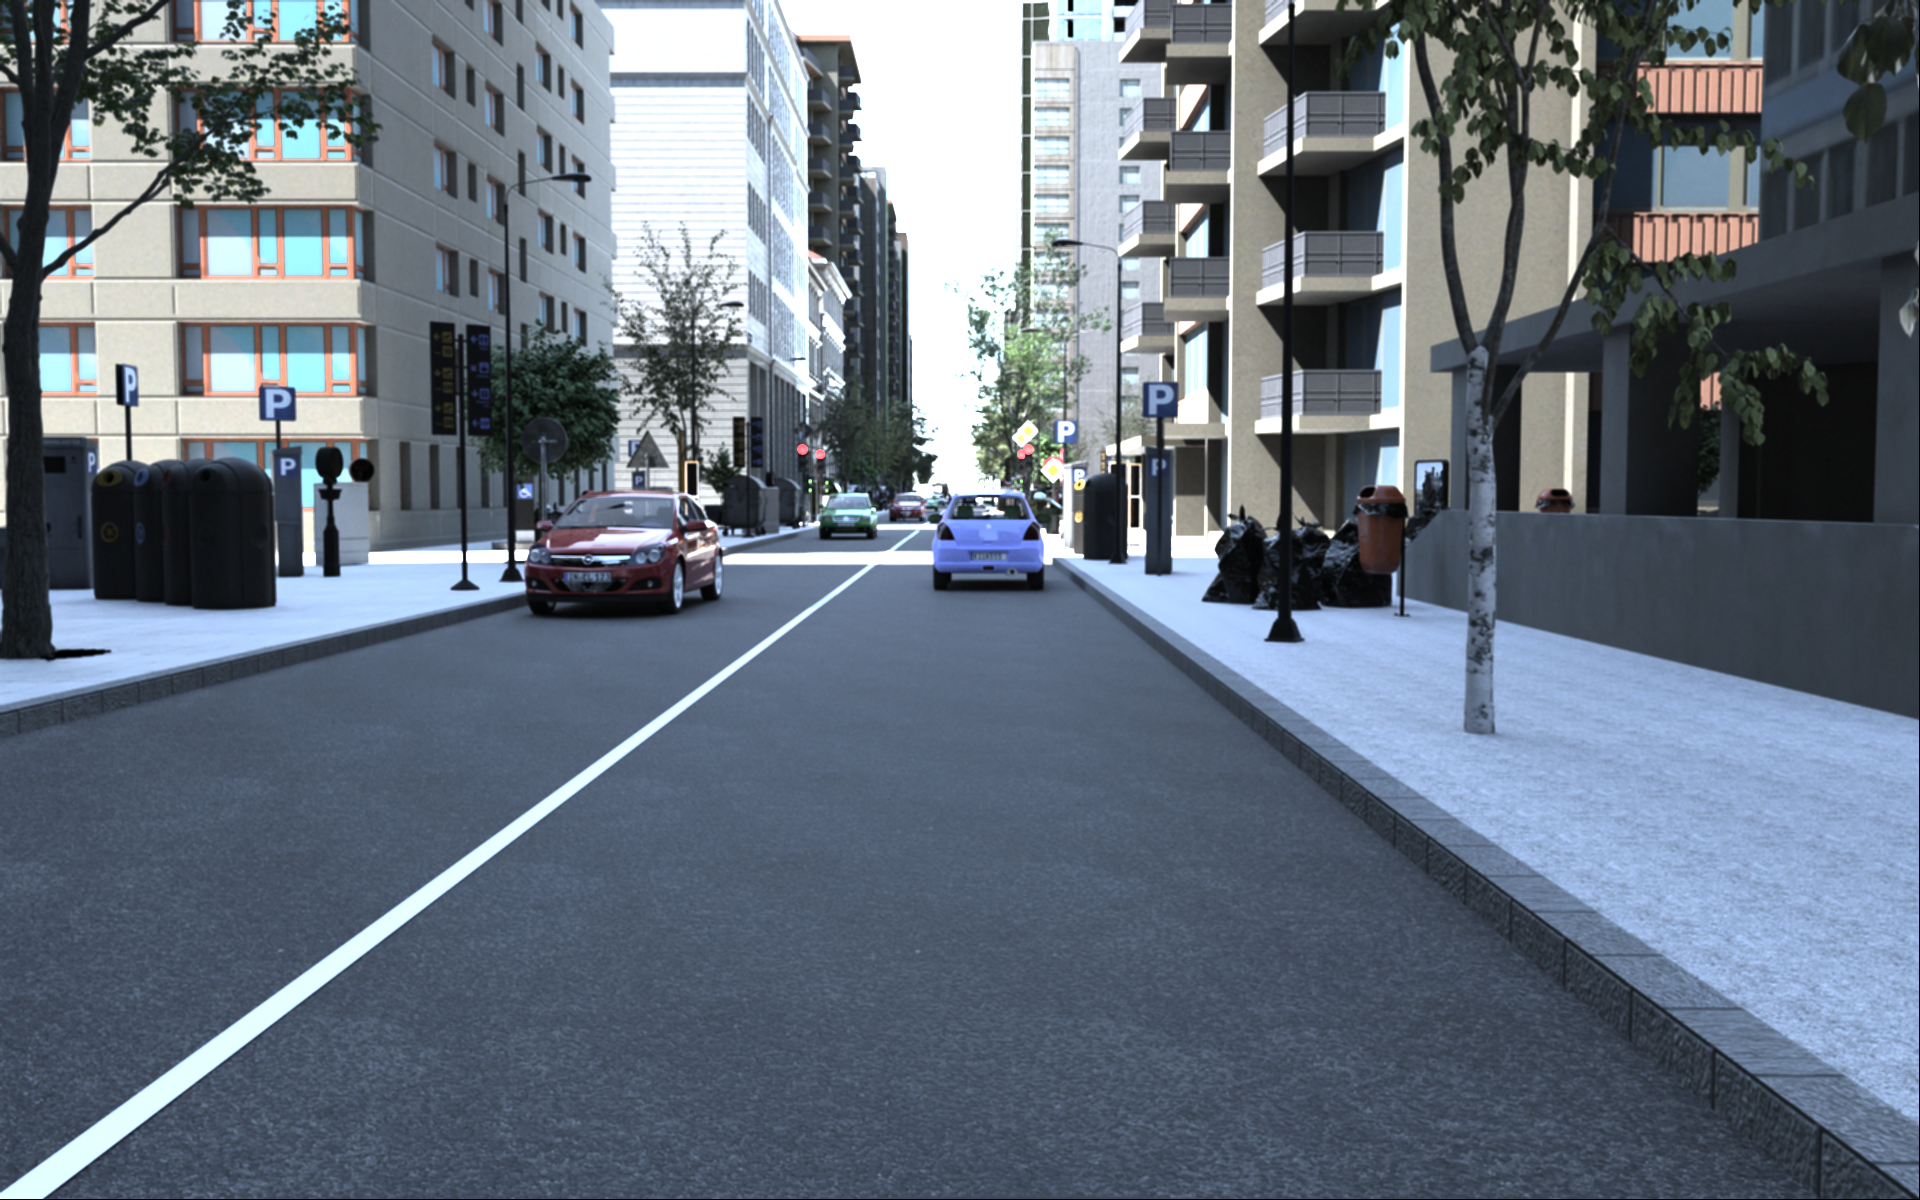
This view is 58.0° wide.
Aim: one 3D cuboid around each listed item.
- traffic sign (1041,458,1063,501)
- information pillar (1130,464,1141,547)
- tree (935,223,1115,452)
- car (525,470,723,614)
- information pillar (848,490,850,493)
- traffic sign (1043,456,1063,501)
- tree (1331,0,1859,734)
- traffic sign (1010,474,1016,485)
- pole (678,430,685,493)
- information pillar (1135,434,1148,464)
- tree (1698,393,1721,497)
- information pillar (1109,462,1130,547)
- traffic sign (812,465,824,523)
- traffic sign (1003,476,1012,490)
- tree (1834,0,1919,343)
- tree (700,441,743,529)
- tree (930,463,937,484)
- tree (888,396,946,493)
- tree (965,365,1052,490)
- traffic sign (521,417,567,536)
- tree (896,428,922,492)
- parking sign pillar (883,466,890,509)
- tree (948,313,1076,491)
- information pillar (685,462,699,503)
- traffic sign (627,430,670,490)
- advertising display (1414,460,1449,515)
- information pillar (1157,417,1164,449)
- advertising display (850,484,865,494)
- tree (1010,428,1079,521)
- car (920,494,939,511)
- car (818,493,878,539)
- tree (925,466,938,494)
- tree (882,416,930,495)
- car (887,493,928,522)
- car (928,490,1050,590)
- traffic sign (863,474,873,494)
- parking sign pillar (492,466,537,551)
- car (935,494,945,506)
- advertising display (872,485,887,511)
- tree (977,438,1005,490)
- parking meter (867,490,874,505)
[{"bbox_3d":[2.997,-3.344,55.861,0.795,2.450,0.064,0,4,3],"label":"traffic sign"},{"bbox_3d":[4.244,-2.310,42.254,0.304,2.012,0.304,0,4,-4],"label":"information pillar"},{"bbox_3d":[4.459,-16.272,121.934,12.611,20.169,13.585,0,3,0],"label":"tree"},{"bbox_3d":[-4.195,-0.794,22.022,2.155,1.783,4.494,0,4,2],"label":"car"},{"bbox_3d":[-8.257,-8.516,130.590,0.183,3.616,0.504,3,5,43],"label":"information pillar"},{"bbox_3d":[3.156,-3.547,58.095,0.768,2.556,0.104,1,4,9],"label":"traffic sign"},{"bbox_3d":[2.788,-3.576,8.833,4.737,8.622,4.395,0,3,0],"label":"tree"},{"bbox_3d":[3.132,-5.794,94.840,0.768,2.556,0.104,1,4,9],"label":"traffic sign"},{"bbox_3d":[-8.854,-3.749,55.144,0.158,3.312,0.155,0,3,0],"label":"pole"},{"bbox_3d":[7.042,-4.637,67.173,0.504,3.616,0.183,0,4,-7],"label":"information pillar"},{"bbox_3d":[11.919,-2.067,28.405,1.663,3.219,1.824,0,3,0],"label":"tree"},{"bbox_3d":[3.641,-2.166,39.907,0.304,2.012,0.304,-2,4,-33],"label":"information pillar"},{"bbox_3d":[-6.331,-4.681,76.537,0.884,2.594,0.081,0,4,3],"label":"traffic sign"},{"bbox_3d":[3.153,-6.839,111.917,0.768,2.556,0.104,1,4,10],"label":"traffic sign"},{"bbox_3d":[2.710,-3.180,2.358,4.360,8.622,3.978,0,3,0],"label":"tree"},{"bbox_3d":[-8.610,-4.203,63.322,1.663,3.219,1.824,0,3,0],"label":"tree"},{"bbox_3d":[-5.746,-14.789,192.166,4.360,8.622,3.978,0,3,0],"label":"tree"},{"bbox_3d":[-6.907,-19.455,224.744,9.857,13.997,8.962,0,3,0],"label":"tree"},{"bbox_3d":[4.309,-14.195,150.221,7.486,12.596,7.792,0,3,0],"label":"tree"},{"bbox_3d":[-6.915,-1.756,28.815,0.768,2.556,0.104,0,4,2],"label":"traffic sign"},{"bbox_3d":[-6.267,-11.512,138.581,4.737,8.622,4.395,0,3,0],"label":"tree"},{"bbox_3d":[-6.181,-9.755,147.965,1.447,3.967,1.447,0,4,-1],"label":"parking sign pillar"},{"bbox_3d":[3.154,-10.644,99.782,9.928,11.665,9.643,0,3,0],"label":"tree"},{"bbox_3d":[-6.060,-2.126,39.254,0.304,2.012,0.304,0,4,-7],"label":"information pillar"},{"bbox_3d":[-6.351,-2.157,35.267,0.884,2.594,0.081,0,4,2],"label":"traffic sign"},{"bbox_3d":[8.945,-1.693,32.895,0.123,1.923,0.974,-1,4,-18],"label":"advertising display"},{"bbox_3d":[4.597,-2.962,39.780,0.183,3.616,0.504,1,4,18],"label":"information pillar"},{"bbox_3d":[-6.548,-6.438,110.477,0.974,1.923,0.123,0,4,5],"label":"advertising display"},{"bbox_3d":[4.224,-6.109,83.603,4.285,4.588,4.351,0,3,0],"label":"tree"},{"bbox_3d":[-2.712,-8.279,144.160,1.959,1.807,4.718,0,4,0],"label":"car"},{"bbox_3d":[-3.626,-2.915,56.452,1.959,1.807,4.718,0,4,-1],"label":"car"},{"bbox_3d":[-5.803,-21.264,298.026,4.737,8.622,4.395,0,3,0],"label":"tree"},{"bbox_3d":[-5.963,-13.039,163.554,4.360,8.622,3.978,0,3,0],"label":"tree"},{"bbox_3d":[-2.748,-5.023,91.174,2.155,1.783,4.494,0,4,1],"label":"car"},{"bbox_3d":[0.454,-1.079,27.239,1.945,1.707,3.694,0,4,1],"label":"car"},{"bbox_3d":[-6.022,-6.827,111.626,0.884,2.594,0.081,0,4,7],"label":"traffic sign"},{"bbox_3d":[-10.018,-3.133,39.692,1.447,3.967,1.447,-1,4,-17],"label":"parking sign pillar"},{"bbox_3d":[-2.714,-12.030,208.695,2.014,1.417,4.499,0,4,-1],"label":"car"},{"bbox_3d":[-6.047,-7.693,130.991,0.974,1.923,0.123,0,4,6],"label":"advertising display"},{"bbox_3d":[3.661,-15.250,199.703,4.360,8.622,3.978,0,3,0],"label":"tree"},{"bbox_3d":[-5.813,-6.398,113.014,0.372,1.533,0.369,0,3,0],"label":"parking meter"}]
